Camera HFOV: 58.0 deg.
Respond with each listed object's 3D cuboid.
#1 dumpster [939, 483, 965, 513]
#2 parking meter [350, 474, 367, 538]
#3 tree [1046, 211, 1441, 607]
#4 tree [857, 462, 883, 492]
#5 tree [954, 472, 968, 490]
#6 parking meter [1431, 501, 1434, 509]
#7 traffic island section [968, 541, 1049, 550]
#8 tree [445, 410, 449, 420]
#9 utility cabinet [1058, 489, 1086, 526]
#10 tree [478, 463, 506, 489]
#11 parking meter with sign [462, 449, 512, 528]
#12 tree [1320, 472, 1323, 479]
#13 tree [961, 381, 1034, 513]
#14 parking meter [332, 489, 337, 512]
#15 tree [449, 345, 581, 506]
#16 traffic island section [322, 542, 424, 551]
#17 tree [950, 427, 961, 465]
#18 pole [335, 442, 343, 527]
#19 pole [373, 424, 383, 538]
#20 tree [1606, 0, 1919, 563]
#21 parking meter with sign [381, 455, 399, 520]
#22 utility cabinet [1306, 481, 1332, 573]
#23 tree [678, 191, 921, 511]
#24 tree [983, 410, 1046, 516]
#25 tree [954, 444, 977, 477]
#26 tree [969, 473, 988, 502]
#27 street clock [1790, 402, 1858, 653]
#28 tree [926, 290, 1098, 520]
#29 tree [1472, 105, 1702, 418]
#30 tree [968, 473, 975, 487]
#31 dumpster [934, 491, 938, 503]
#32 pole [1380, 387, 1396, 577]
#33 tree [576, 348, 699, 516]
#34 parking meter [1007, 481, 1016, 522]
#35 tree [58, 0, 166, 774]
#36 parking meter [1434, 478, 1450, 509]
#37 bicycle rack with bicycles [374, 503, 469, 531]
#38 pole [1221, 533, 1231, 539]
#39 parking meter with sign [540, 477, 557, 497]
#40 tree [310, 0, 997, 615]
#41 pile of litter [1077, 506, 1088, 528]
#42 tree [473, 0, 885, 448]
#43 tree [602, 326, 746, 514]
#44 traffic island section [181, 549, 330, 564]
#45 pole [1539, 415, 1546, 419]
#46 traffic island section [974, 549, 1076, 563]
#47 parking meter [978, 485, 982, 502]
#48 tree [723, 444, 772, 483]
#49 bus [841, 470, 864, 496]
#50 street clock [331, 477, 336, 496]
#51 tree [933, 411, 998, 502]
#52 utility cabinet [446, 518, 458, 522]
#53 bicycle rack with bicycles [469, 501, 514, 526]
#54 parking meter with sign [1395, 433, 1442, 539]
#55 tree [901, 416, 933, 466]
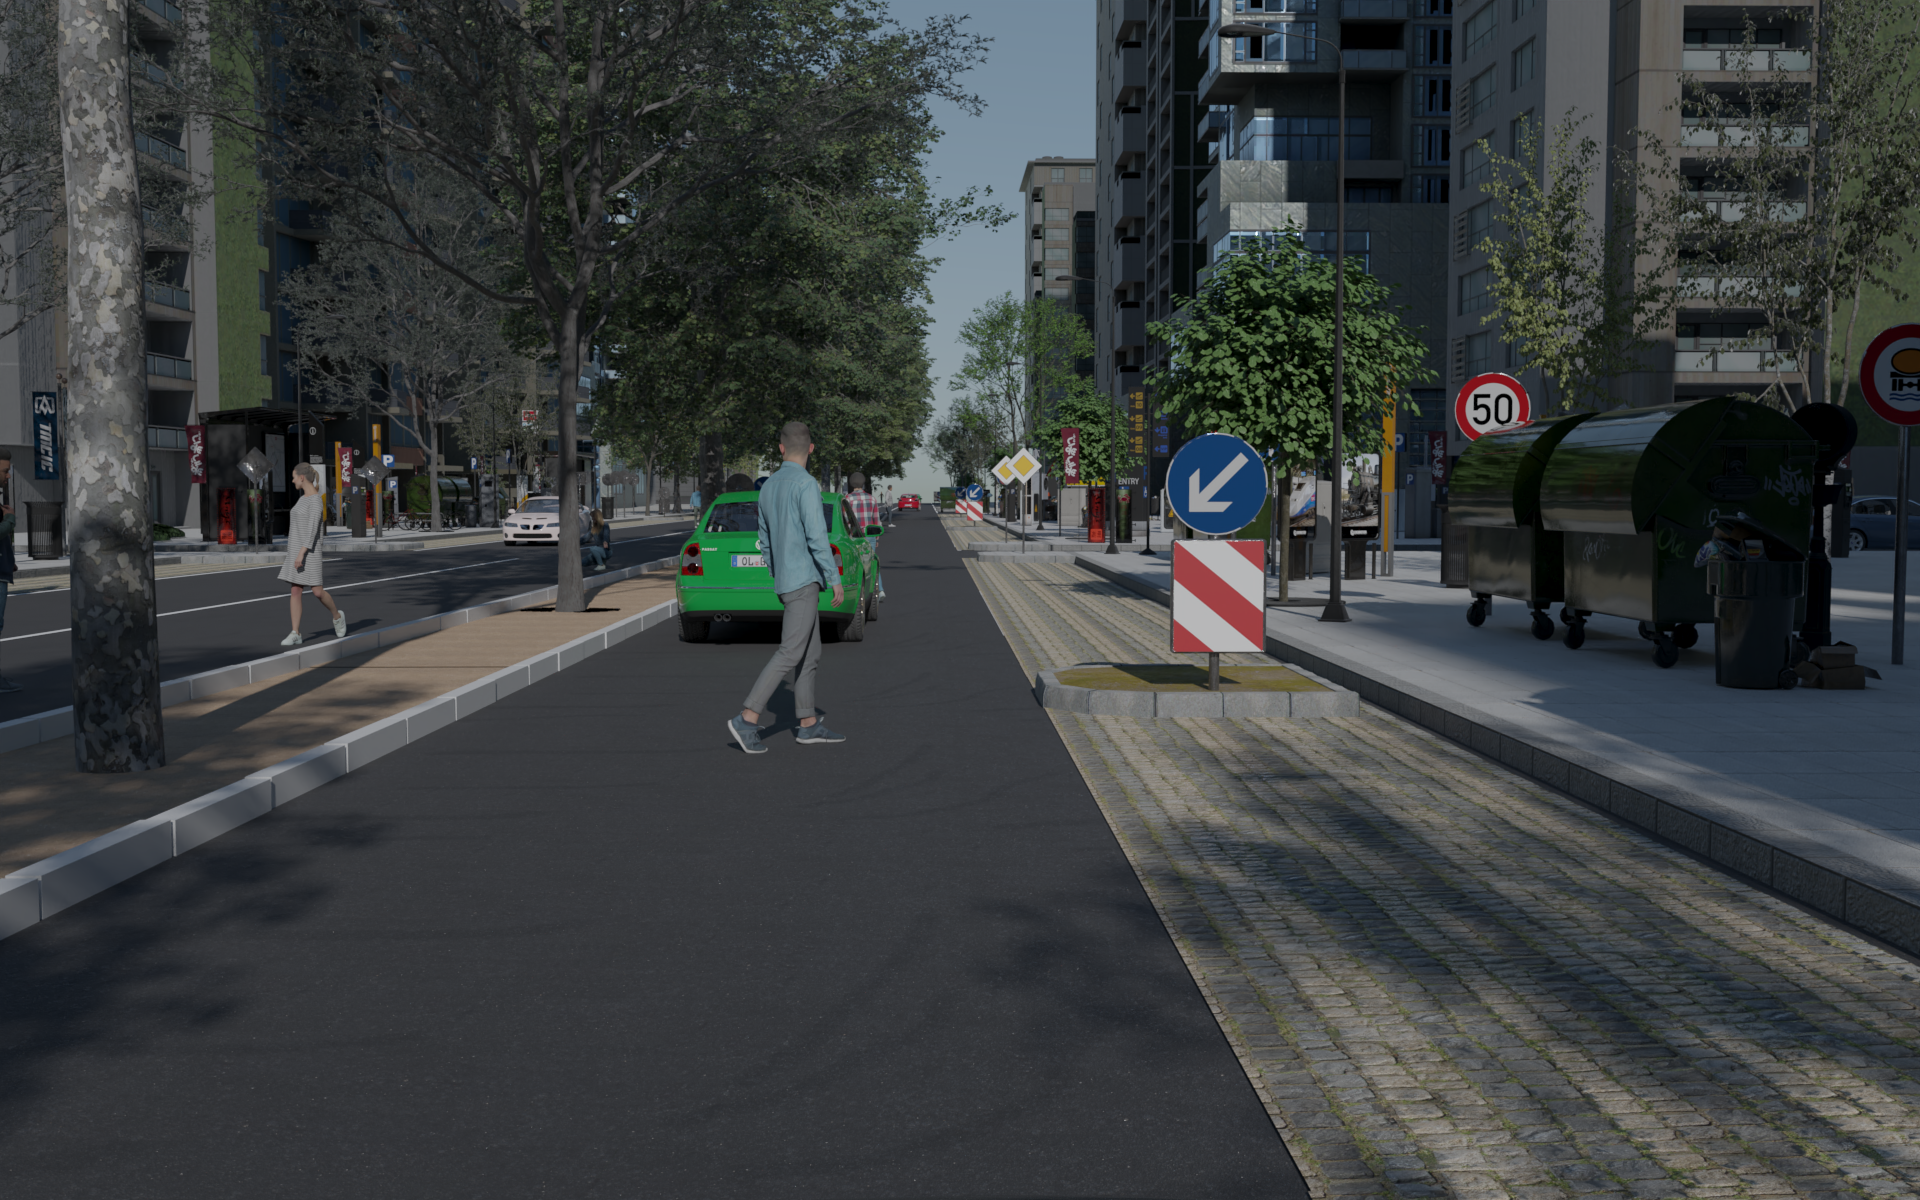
[{"bbox_3d":[-0.598,-7.825,132.884,1.985,2.255,1.502,0,4,-2],"label":"dumpster"},{"bbox_3d":[-17.609,-2.753,50.730,0.399,1.863,0.255,1,4,23],"label":"parking meter"},{"bbox_3d":[3.842,-2.229,20.153,4.285,4.588,4.351,0,3,0],"label":"tree"},{"bbox_3d":[-6.010,-8.962,99.352,4.360,8.622,3.978,0,3,0],"label":"tree"},{"bbox_3d":[0.794,-15.428,235.965,4.285,4.588,4.351,0,3,0],"label":"tree"},{"bbox_3d":[17.274,-3.490,62.774,0.255,1.863,0.399,0,4,-7],"label":"parking meter"},{"bbox_3d":[1.229,-1.402,45.209,2.009,0.180,2.903,0,4,-1],"label":"traffic island section"},{"bbox_3d":[-27.669,-9.166,100.224,4.360,8.622,3.978,0,3,0],"label":"tree"},{"bbox_3d":[4.457,-3.706,69.264,1.173,1.500,0.318,3,5,41],"label":"utility cabinet"},{"bbox_3d":[-28.454,-6.779,105.435,1.663,3.219,1.824,0,3,0],"label":"tree"},{"bbox_3d":[-18.172,-4.310,66.735,1.738,3.016,0.543,-2,4,-31],"label":"parking meter with sign"},{"bbox_3d":[14.439,-4.348,65.693,1.663,3.219,1.824,0,3,0],"label":"tree"},{"bbox_3d":[2.648,-9.939,112.871,4.360,8.622,3.978,0,3,0],"label":"tree"},{"bbox_3d":[-25.504,-3.825,70.948,0.372,1.533,0.369,0,3,0],"label":"parking meter"},{"bbox_3d":[-18.673,-7.564,74.034,4.360,8.622,3.978,0,3,0],"label":"tree"},{"bbox_3d":[-15.159,-1.383,44.896,2.009,0.180,2.903,0,4,-1],"label":"traffic island section"},{"bbox_3d":[1.460,-12.275,151.065,4.360,8.622,3.978,0,3,0],"label":"tree"},{"bbox_3d":[-24.318,-4.525,67.820,0.158,3.312,0.155,0,3,0],"label":"pole"},{"bbox_3d":[-17.082,-3.483,50.796,0.158,3.312,0.155,0,3,0],"label":"pole"},{"bbox_3d":[10.345,-4.312,20.859,4.360,8.622,3.978,0,3,0],"label":"tree"},{"bbox_3d":[-24.970,-4.880,76.044,0.543,3.016,1.738,-2,4,-27],"label":"parking meter with sign"},{"bbox_3d":[5.698,-1.179,27.952,0.318,1.500,1.173,3,5,40],"label":"utility cabinet"},{"bbox_3d":[-5.339,-8.563,60.595,7.486,12.596,7.792,0,3,0],"label":"tree"},{"bbox_3d":[3.660,-4.012,49.305,4.285,4.588,4.351,0,3,0],"label":"tree"},{"bbox_3d":[0.492,-18.042,245.346,4.737,8.622,4.395,0,3,0],"label":"tree"},{"bbox_3d":[1.983,-11.031,174.955,1.663,3.219,1.824,0,3,0],"label":"tree"},{"bbox_3d":[6.826,-0.563,13.773,0.471,2.002,0.358,3,5,45],"label":"street clock"},{"bbox_3d":[3.138,-9.867,87.076,9.928,11.665,9.643,0,3,0],"label":"tree"},{"bbox_3d":[11.624,-5.063,33.140,4.737,8.622,4.395,0,3,0],"label":"tree"},{"bbox_3d":[3.055,-7.304,103.127,4.285,4.588,4.351,0,3,0],"label":"tree"},{"bbox_3d":[-3.312,-16.325,275.132,1.865,1.857,1.264,0,4,1],"label":"dumpster"},{"bbox_3d":[6.644,-2.019,26.854,0.158,3.312,0.155,0,3,0],"label":"pole"},{"bbox_3d":[-18.218,-10.155,100.438,8.767,10.594,7.601,-1,4,-9],"label":"tree"},{"bbox_3d":[2.317,-4.485,79.040,0.399,1.863,0.255,-3,4,-37],"label":"parking meter"},{"bbox_3d":[-3.143,-9.127,7.578,12.611,20.169,13.585,0,3,0],"label":"tree"},{"bbox_3d":[15.686,-3.084,56.131,0.399,1.863,0.255,-1,4,-9],"label":"parking meter"},{"bbox_3d":[-19.062,-2.928,61.258,2.925,0.926,2.852,-1,4,-12],"label":"bicycle rack with bicycles"},{"bbox_3d":[4.675,-2.228,30.278,0.158,3.312,0.155,0,3,0],"label":"pole"},{"bbox_3d":[-18.611,-5.019,78.317,1.738,3.016,0.543,-1,4,-11],"label":"parking meter with sign"},{"bbox_3d":[-4.767,-6.602,20.775,12.009,13.543,11.850,0,3,0],"label":"tree"},{"bbox_3d":[5.049,-3.172,65.834,1.176,0.858,1.719,0,4,4],"label":"pile of litter"},{"bbox_3d":[-4.727,-7.581,33.065,9.857,13.997,8.962,0,3,0],"label":"tree"},{"bbox_3d":[-18.643,-11.995,113.120,9.611,12.733,9.660,0,3,0],"label":"tree"},{"bbox_3d":[-15.004,-0.895,36.913,2.009,0.180,2.903,0,4,-1],"label":"traffic island section"},{"bbox_3d":[14.955,-3.099,44.512,0.158,3.312,0.155,0,3,0],"label":"pole"},{"bbox_3d":[1.385,-0.914,37.225,2.009,0.180,2.903,0,4,-1],"label":"traffic island section"},{"bbox_3d":[1.358,-6.742,115.946,0.255,1.863,0.399,0,4,5],"label":"parking meter"},{"bbox_3d":[-20.145,-13.159,165.514,4.737,8.622,4.395,0,3,0],"label":"tree"},{"bbox_3d":[-10.849,-11.578,180.850,2.896,3.916,12.252,0,4,-1],"label":"bus"},{"bbox_3d":[-26.668,-4.243,73.937,0.358,2.002,0.471,-1,4,-9],"label":"street clock"},{"bbox_3d":[1.496,-15.297,184.520,7.601,10.594,8.767,3,5,41],"label":"tree"},{"bbox_3d":[-23.781,-4.259,80.797,0.306,1.237,1.020,-3,5,-44],"label":"utility cabinet"},{"bbox_3d":[-19.354,-3.492,70.483,2.852,0.926,2.925,-2,4,-24],"label":"bicycle rack with bicycles"},{"bbox_3d":[13.226,-3.280,49.882,1.738,3.016,0.543,-2,4,-31],"label":"parking meter with sign"},{"bbox_3d":[-6.371,-10.934,115.640,8.767,10.594,7.601,0,4,-1],"label":"tree"}]
